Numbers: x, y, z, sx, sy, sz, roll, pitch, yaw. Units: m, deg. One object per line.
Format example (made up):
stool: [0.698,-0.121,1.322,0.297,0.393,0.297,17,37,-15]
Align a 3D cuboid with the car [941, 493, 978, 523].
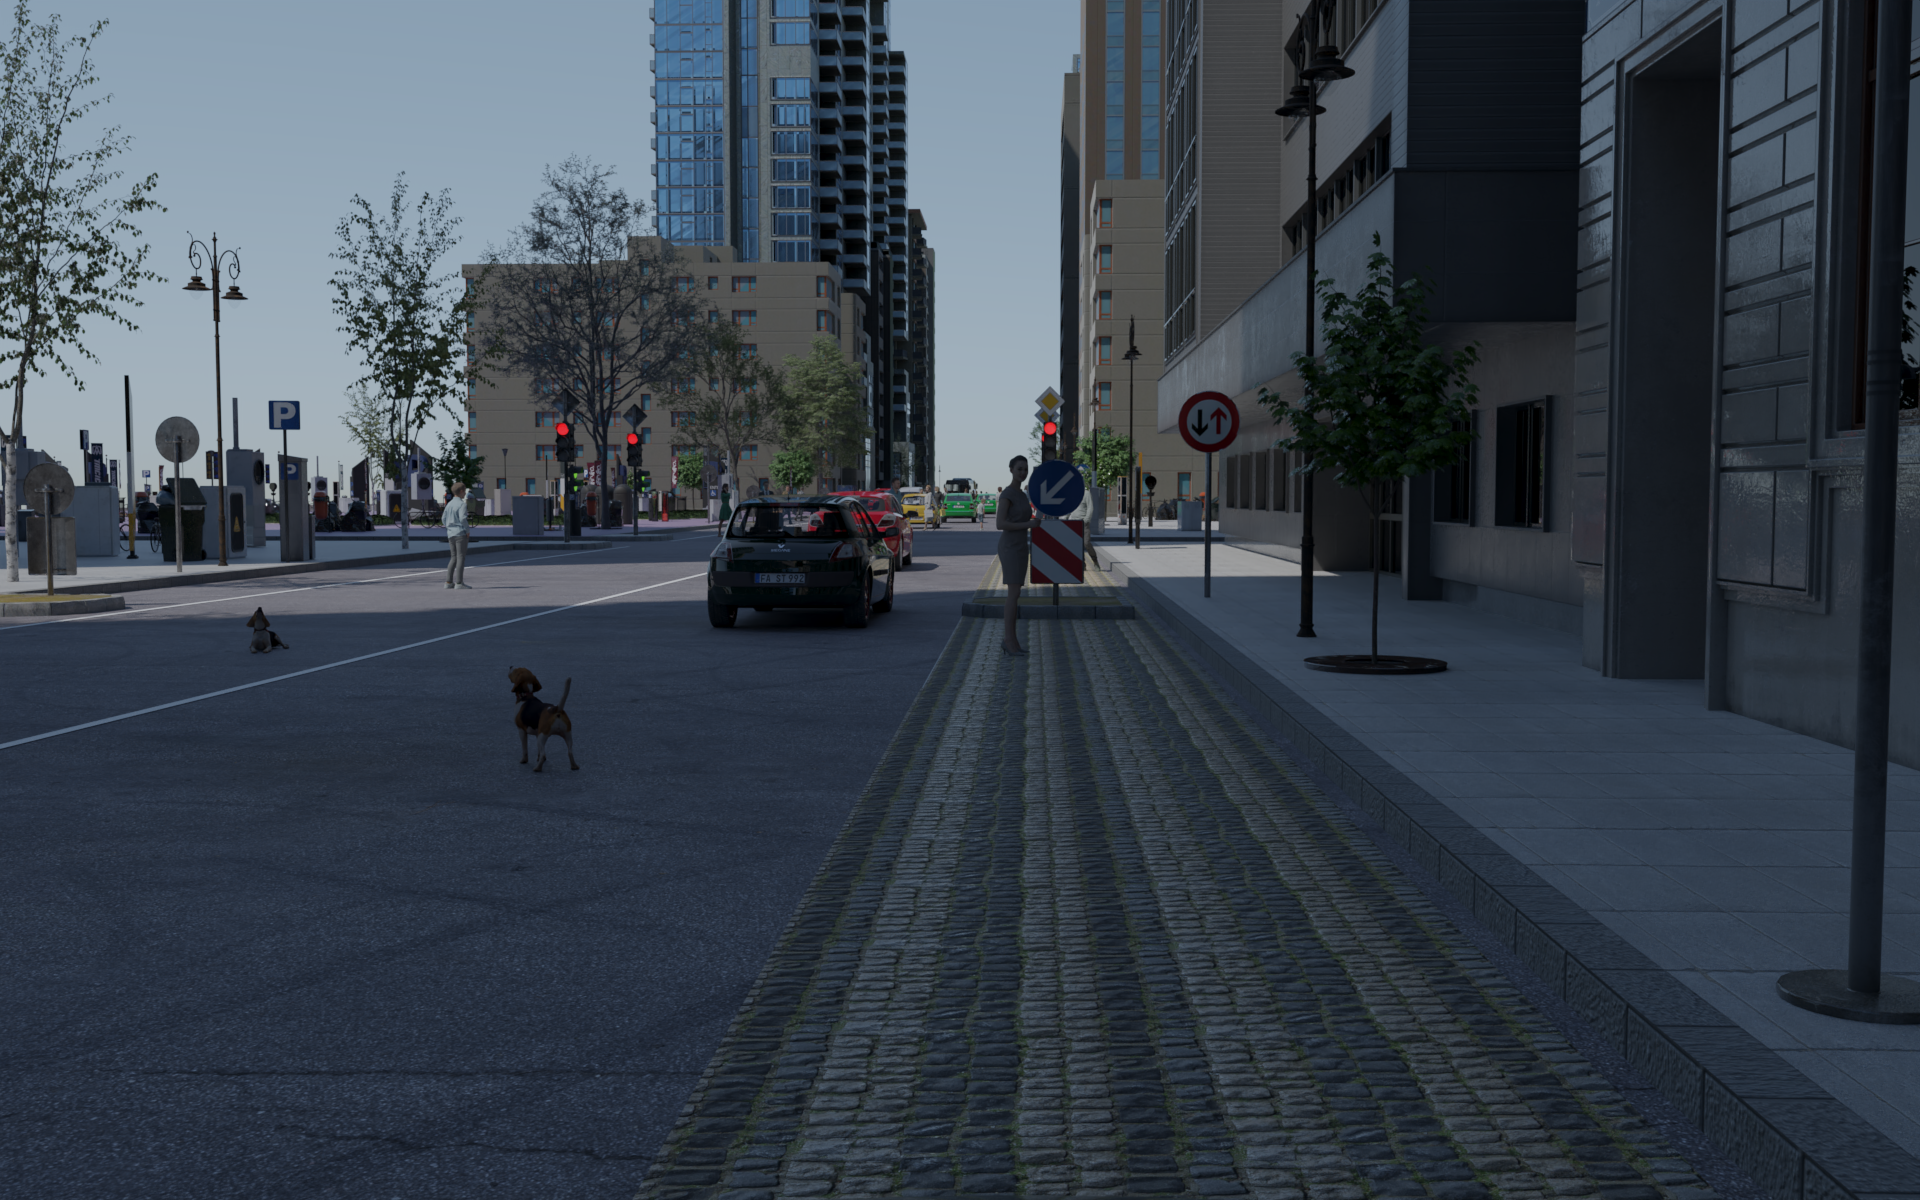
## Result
car: [-0.058,-4.796,87.219,1.959,1.807,4.718,0,4,0]

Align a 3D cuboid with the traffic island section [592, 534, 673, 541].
traffic island section: [-10.091,-1.928,53.800,2.009,0.180,2.903,0,4,2]

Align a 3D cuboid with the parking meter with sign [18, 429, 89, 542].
parking meter with sign: [-24.490,-3.088,46.750,1.738,3.016,0.543,-1,4,-11]

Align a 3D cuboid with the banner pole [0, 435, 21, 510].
banner pole: [-35.175,-4.543,64.296,0.863,3.779,0.401,0,4,-5]

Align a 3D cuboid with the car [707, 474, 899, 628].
car: [-1.750,-0.622,19.953,2.009,1.686,4.222,0,4,3]

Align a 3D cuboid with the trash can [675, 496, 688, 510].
trash can: [-17.378,-5.898,108.088,0.748,1.137,0.748,0,3,0]

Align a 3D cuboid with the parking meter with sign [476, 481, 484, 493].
parking meter with sign: [-28.456,-6.482,102.247,0.543,3.016,1.738,-3,5,-41]

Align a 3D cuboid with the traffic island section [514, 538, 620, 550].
traffic island section: [-10.414,-1.440,45.821,2.009,0.180,2.903,0,4,2]

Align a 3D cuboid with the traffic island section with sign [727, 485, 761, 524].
traffic island section with sign: [-9.160,-4.163,76.686,1.989,1.847,2.006,0,4,2]

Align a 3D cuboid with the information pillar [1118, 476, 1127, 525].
information pillar: [6.781,-4.147,72.292,0.304,2.012,0.304,-1,4,-21]

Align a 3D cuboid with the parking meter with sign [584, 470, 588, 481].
parking meter with sign: [-25.961,-7.800,123.789,1.738,3.016,0.543,-3,5,-43]

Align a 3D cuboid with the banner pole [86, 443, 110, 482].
banner pole: [-37.234,-5.164,74.447,0.863,3.779,0.401,-3,4,-38]

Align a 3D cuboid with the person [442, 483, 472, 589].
person: [-7.552,-0.966,26.097,0.330,1.601,0.589,-3,5,-41]

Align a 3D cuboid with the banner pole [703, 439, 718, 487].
banner pole: [-11.453,-5.406,78.405,0.401,3.779,0.863,1,4,13]

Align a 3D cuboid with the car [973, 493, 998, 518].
car: [1.702,-5.864,104.673,1.959,1.807,4.718,0,4,1]

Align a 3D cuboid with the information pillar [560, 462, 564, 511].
information pillar: [-21.043,-6.162,92.099,0.504,3.616,0.183,2,4,35]

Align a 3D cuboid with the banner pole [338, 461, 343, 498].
banner pole: [-46.289,-8.530,129.484,0.863,3.779,0.401,3,5,44]

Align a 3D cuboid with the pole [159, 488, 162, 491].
pole: [-60.237,-8.359,130.509,0.158,3.312,0.155,0,3,0]

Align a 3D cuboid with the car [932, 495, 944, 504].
car: [-2.437,-9.542,168.586,1.945,1.354,3.894,0,4,3]

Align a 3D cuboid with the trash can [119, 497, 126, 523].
trash can: [-36.930,-3.929,75.886,0.748,1.137,0.748,0,3,0]

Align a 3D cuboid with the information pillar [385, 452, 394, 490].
information pillar: [-29.992,-6.102,91.116,0.504,3.616,0.183,1,4,8]

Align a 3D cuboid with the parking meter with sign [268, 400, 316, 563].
parking meter with sign: [-12.725,-2.255,33.130,0.543,3.016,1.738,-1,4,-10]

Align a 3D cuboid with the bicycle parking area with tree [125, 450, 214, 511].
bicycle parking area with tree: [-50.605,-7.847,115.304,9.016,4.147,8.231,-2,4,-30]

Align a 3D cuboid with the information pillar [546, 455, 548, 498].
information pillar: [-24.648,-6.851,103.375,0.183,3.616,0.504,-1,4,-10]

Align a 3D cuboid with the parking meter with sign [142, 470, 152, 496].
parking meter with sign: [-59.426,-7.985,126.810,0.543,3.016,1.738,-1,4,-18]

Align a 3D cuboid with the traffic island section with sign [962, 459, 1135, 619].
traffic island section with sign: [1.031,-0.734,20.629,1.989,1.847,2.006,0,4,2]

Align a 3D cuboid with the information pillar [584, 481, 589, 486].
information pillar: [-20.764,-5.631,96.562,0.304,2.012,0.304,1,4,15]

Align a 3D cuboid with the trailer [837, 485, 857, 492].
trailer: [-7.293,-6.356,110.975,1.471,1.999,3.904,0,4,2]

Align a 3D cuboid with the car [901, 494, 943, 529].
car: [-1.725,-3.829,72.822,2.015,1.641,3.980,0,4,2]

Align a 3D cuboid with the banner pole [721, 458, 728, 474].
banner pole: [-14.428,-7.033,105.009,0.863,3.779,0.401,0,4,7]

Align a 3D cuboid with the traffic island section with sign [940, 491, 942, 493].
traffic island section with sign: [-1.604,-15.570,263.191,1.989,1.847,2.006,0,4,2]

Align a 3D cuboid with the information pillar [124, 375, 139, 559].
information pillar: [-16.453,-2.630,34.351,0.183,3.616,0.504,-1,4,-19]

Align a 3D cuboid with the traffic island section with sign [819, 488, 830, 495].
traffic island section with sign: [-8.071,-5.810,103.619,1.989,1.847,2.006,0,4,2]

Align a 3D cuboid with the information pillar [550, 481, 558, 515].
information pillar: [-22.265,-5.541,95.082,0.304,2.012,0.304,1,4,23]

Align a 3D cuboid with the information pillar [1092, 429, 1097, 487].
information pillar: [4.849,-4.352,62.506,0.183,3.616,0.504,0,4,-8]

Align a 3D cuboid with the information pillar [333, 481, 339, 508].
information pillar: [-36.352,-5.898,100.924,0.304,2.012,0.304,-1,4,-12]

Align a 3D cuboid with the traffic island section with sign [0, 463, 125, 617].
traffic island section with sign: [-11.426,-0.765,21.142,1.989,1.847,2.006,0,4,2]

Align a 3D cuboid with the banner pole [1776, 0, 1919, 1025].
banner pole: [2.511,-0.874,4.311,0.863,3.779,0.401,-1,4,-12]

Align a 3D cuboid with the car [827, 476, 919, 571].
car: [-1.912,-1.512,33.755,2.155,1.783,4.494,0,4,2]

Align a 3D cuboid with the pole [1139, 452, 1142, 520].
pole: [8.856,-5.574,84.970,0.158,3.312,0.155,0,3,0]

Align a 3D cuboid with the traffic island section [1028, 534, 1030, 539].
traffic island section: [2.690,-1.896,53.279,2.009,0.180,2.903,0,4,2]

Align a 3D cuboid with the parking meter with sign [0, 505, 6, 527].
parking meter with sign: [-37.918,-4.353,67.427,0.543,3.016,1.738,1,4,9]

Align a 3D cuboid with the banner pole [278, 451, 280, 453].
banner pole: [-39.337,-6.772,100.745,0.863,3.779,0.401,-2,4,-31]

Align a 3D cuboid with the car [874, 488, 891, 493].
car: [-4.892,-6.476,114.560,2.281,1.827,5.304,0,4,4]

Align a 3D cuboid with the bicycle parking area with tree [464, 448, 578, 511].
bicycle parking area with tree: [-26.299,-7.399,107.978,8.231,4.147,9.016,2,4,35]

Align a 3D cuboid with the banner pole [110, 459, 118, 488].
banner pole: [-53.836,-7.329,109.846,0.863,3.779,0.401,-3,4,-39]

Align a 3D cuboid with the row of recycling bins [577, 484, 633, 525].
row of recycling bins: [-15.274,-4.056,73.432,3.534,1.692,1.069,2,4,34]

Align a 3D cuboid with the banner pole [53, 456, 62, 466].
banner pole: [-59.706,-7.621,114.612,0.863,3.779,0.401,1,4,22]

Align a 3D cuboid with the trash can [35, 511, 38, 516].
trash can: [-52.942,-5.384,99.677,0.748,1.137,0.748,0,3,0]

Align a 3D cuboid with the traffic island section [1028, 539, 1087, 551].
traffic island section: [2.366,-1.408,45.300,2.009,0.180,2.903,0,4,2]

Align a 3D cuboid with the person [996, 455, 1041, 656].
person: [0.521,-0.406,15.485,0.374,1.781,0.599,2,4,25]
